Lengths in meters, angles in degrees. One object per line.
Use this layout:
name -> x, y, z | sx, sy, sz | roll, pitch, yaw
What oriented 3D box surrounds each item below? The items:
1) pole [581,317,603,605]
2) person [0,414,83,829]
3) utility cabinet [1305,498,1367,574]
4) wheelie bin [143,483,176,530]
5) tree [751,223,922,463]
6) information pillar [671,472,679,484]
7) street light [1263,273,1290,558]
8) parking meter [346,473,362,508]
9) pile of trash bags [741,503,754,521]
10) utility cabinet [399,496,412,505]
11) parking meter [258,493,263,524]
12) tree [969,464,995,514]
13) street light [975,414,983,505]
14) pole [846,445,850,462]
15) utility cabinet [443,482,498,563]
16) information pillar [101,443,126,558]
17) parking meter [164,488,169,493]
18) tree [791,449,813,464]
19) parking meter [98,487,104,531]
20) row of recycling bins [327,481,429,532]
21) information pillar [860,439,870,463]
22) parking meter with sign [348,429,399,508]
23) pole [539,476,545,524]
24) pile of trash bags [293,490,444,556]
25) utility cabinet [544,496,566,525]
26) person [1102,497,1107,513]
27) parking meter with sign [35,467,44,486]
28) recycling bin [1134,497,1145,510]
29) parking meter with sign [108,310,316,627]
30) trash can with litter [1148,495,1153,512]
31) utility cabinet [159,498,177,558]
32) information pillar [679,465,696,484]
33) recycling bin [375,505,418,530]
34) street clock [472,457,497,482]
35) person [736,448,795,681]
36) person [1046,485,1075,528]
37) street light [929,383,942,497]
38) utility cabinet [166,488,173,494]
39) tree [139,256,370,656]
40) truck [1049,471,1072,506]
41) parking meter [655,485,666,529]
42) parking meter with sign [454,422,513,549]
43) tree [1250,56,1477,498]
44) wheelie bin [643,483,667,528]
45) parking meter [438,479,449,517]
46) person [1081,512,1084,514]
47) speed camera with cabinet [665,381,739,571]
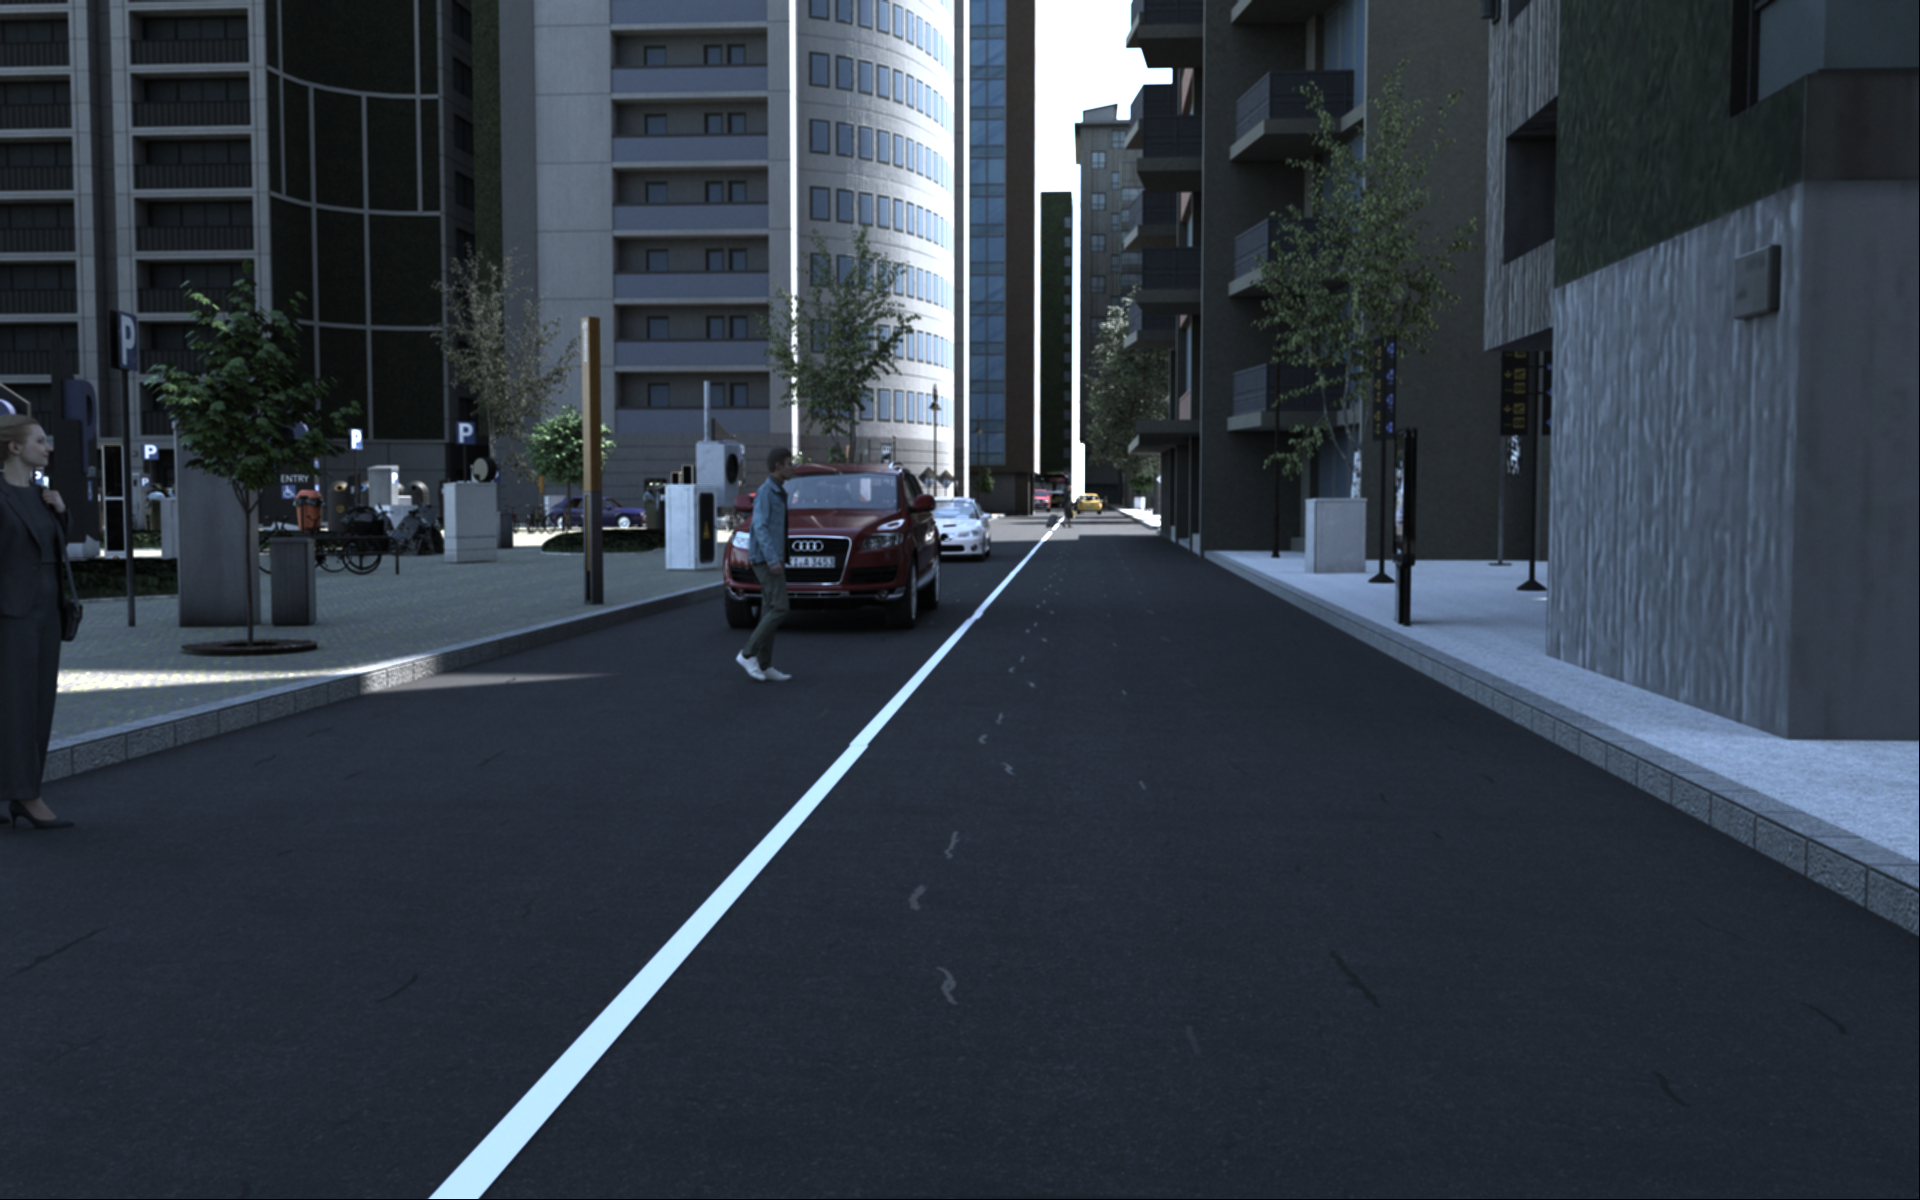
pole -> -4.267, -1.605, 20.092 | 0.158, 3.312, 0.155 | 0, 3, 0
person -> -4.079, 0.093, 7.406 | 0.534, 1.772, 0.576 | -1, 4, -12
utility cabinet -> 6.105, -1.040, 28.165 | 1.020, 1.237, 0.306 | -2, 4, -25
wheelie bin -> -23.909, -2.672, 51.596 | 0.980, 1.594, 0.693 | 3, 5, 43
tree -> -3.231, -5.882, 46.540 | 4.737, 8.622, 4.395 | 0, 3, 0
information pillar -> -9.444, -3.258, 57.757 | 0.304, 2.012, 0.304 | 0, 4, 6
street light -> 6.393, -3.799, 34.899 | 0.468, 5.910, 1.993 | 0, 4, 4
parking meter -> -16.854, -2.596, 48.152 | 0.399, 1.863, 0.255 | -1, 4, -21
pile of trash bags -> -5.224, -2.593, 52.156 | 1.912, 1.369, 3.447 | -3, 5, -40
utility cabinet -> -17.419, -2.578, 53.316 | 1.020, 1.237, 0.306 | -2, 4, -24
parking meter -> -29.858, -4.174, 73.957 | 0.255, 1.863, 0.399 | 3, 5, 44
tree -> 1.643, -7.075, 110.283 | 1.663, 3.219, 1.824 | 0, 3, 0
street light -> 1.074, -7.751, 99.510 | 0.468, 5.910, 1.993 | 0, 4, 4
pole -> -4.632, -4.791, 72.173 | 0.158, 3.312, 0.155 | 0, 3, 0
utility cabinet -> -9.188, -1.457, 32.493 | 0.318, 1.500, 1.173 | 1, 4, 23
information pillar -> -12.291, -1.269, 25.232 | 0.304, 2.012, 0.304 | -1, 4, -17
parking meter -> -27.271, -3.113, 59.312 | 0.372, 1.533, 0.369 | 0, 3, 0
tree -> -6.794, -4.823, 73.456 | 1.663, 3.219, 1.824 | 0, 3, 0
parking meter -> -21.742, -2.147, 43.521 | 0.372, 1.533, 0.369 | 0, 3, 0
row of recycling bins -> -18.551, -2.945, 55.260 | 3.534, 1.692, 1.069 | 1, 4, 13
information pillar -> -3.997, -5.011, 73.283 | 0.504, 3.616, 0.183 | 3, 4, 36
parking meter with sign -> -15.396, -3.058, 46.253 | 1.738, 3.016, 0.543 | 1, 4, 14
pole -> -17.728, -4.864, 73.369 | 0.158, 3.312, 0.155 | 0, 3, 0
pile of trash bags -> -12.690, -1.671, 37.081 | 3.447, 1.369, 1.912 | 1, 4, 13
utility cabinet -> -17.023, -3.770, 72.793 | 0.306, 1.237, 1.020 | 2, 4, 28
person -> 10.868, -7.145, 129.996 | 0.362, 1.253, 0.373 | 0, 4, 5
parking meter with sign -> -52.727, -6.328, 99.724 | 0.543, 3.016, 1.738 | 1, 4, 20
recycling bin -> 14.879, -8.002, 143.387 | 0.722, 1.027, 0.722 | 2, 4, 33
parking meter with sign -> -7.212, -1.257, 16.816 | 1.738, 3.016, 0.543 | 0, 4, -8
trash can with litter -> 14.696, -7.125, 127.544 | 2.233, 1.210, 1.678 | 1, 4, 14
utility cabinet -> -13.780, -1.212, 30.984 | 0.306, 1.237, 1.020 | 1, 4, 23
information pillar -> -6.768, -2.378, 43.373 | 0.304, 2.012, 0.304 | 1, 4, 11
recycling bin -> -12.836, -1.648, 39.497 | 0.722, 1.027, 0.722 | 3, 5, 44
street clock -> -9.422, -1.822, 34.359 | 0.471, 2.002, 0.358 | 2, 4, 34
person -> -1.478, -0.269, 13.237 | 0.444, 1.785, 0.601 | 1, 4, 9
person -> 4.319, -3.988, 73.917 | 1.509, 1.804, 0.699 | -2, 4, -31
street light -> -1.029, -6.066, 71.971 | 0.468, 5.910, 1.993 | 0, 4, 4
utility cabinet -> -29.619, -3.392, 64.138 | 1.173, 1.500, 0.318 | -1, 4, -17
tree -> -5.701, -1.197, 14.178 | 1.663, 3.219, 1.824 | 0, 3, 0
truck -> 12.107, -13.501, 209.653 | 2.839, 4.237, 11.283 | 0, 4, 6
parking meter -> -8.192, -2.396, 47.584 | 0.372, 1.533, 0.369 | 0, 3, 0
parking meter with sign -> -11.310, -2.754, 41.296 | 1.738, 3.016, 0.543 | 3, 5, 40
tree -> 6.904, -4.878, 30.110 | 4.737, 8.622, 4.395 | 0, 3, 0
wheelie bin -> -8.744, -2.583, 50.137 | 0.693, 1.594, 0.980 | 3, 5, 41
parking meter -> -19.278, -3.609, 64.717 | 0.399, 1.863, 0.255 | -1, 4, -11
person -> 9.001, -6.984, 127.364 | 0.332, 1.250, 0.352 | 1, 4, 19
speed camera with cabinet -> -4.395, -2.159, 29.641 | 0.660, 3.252, 2.038 | 1, 4, 13
